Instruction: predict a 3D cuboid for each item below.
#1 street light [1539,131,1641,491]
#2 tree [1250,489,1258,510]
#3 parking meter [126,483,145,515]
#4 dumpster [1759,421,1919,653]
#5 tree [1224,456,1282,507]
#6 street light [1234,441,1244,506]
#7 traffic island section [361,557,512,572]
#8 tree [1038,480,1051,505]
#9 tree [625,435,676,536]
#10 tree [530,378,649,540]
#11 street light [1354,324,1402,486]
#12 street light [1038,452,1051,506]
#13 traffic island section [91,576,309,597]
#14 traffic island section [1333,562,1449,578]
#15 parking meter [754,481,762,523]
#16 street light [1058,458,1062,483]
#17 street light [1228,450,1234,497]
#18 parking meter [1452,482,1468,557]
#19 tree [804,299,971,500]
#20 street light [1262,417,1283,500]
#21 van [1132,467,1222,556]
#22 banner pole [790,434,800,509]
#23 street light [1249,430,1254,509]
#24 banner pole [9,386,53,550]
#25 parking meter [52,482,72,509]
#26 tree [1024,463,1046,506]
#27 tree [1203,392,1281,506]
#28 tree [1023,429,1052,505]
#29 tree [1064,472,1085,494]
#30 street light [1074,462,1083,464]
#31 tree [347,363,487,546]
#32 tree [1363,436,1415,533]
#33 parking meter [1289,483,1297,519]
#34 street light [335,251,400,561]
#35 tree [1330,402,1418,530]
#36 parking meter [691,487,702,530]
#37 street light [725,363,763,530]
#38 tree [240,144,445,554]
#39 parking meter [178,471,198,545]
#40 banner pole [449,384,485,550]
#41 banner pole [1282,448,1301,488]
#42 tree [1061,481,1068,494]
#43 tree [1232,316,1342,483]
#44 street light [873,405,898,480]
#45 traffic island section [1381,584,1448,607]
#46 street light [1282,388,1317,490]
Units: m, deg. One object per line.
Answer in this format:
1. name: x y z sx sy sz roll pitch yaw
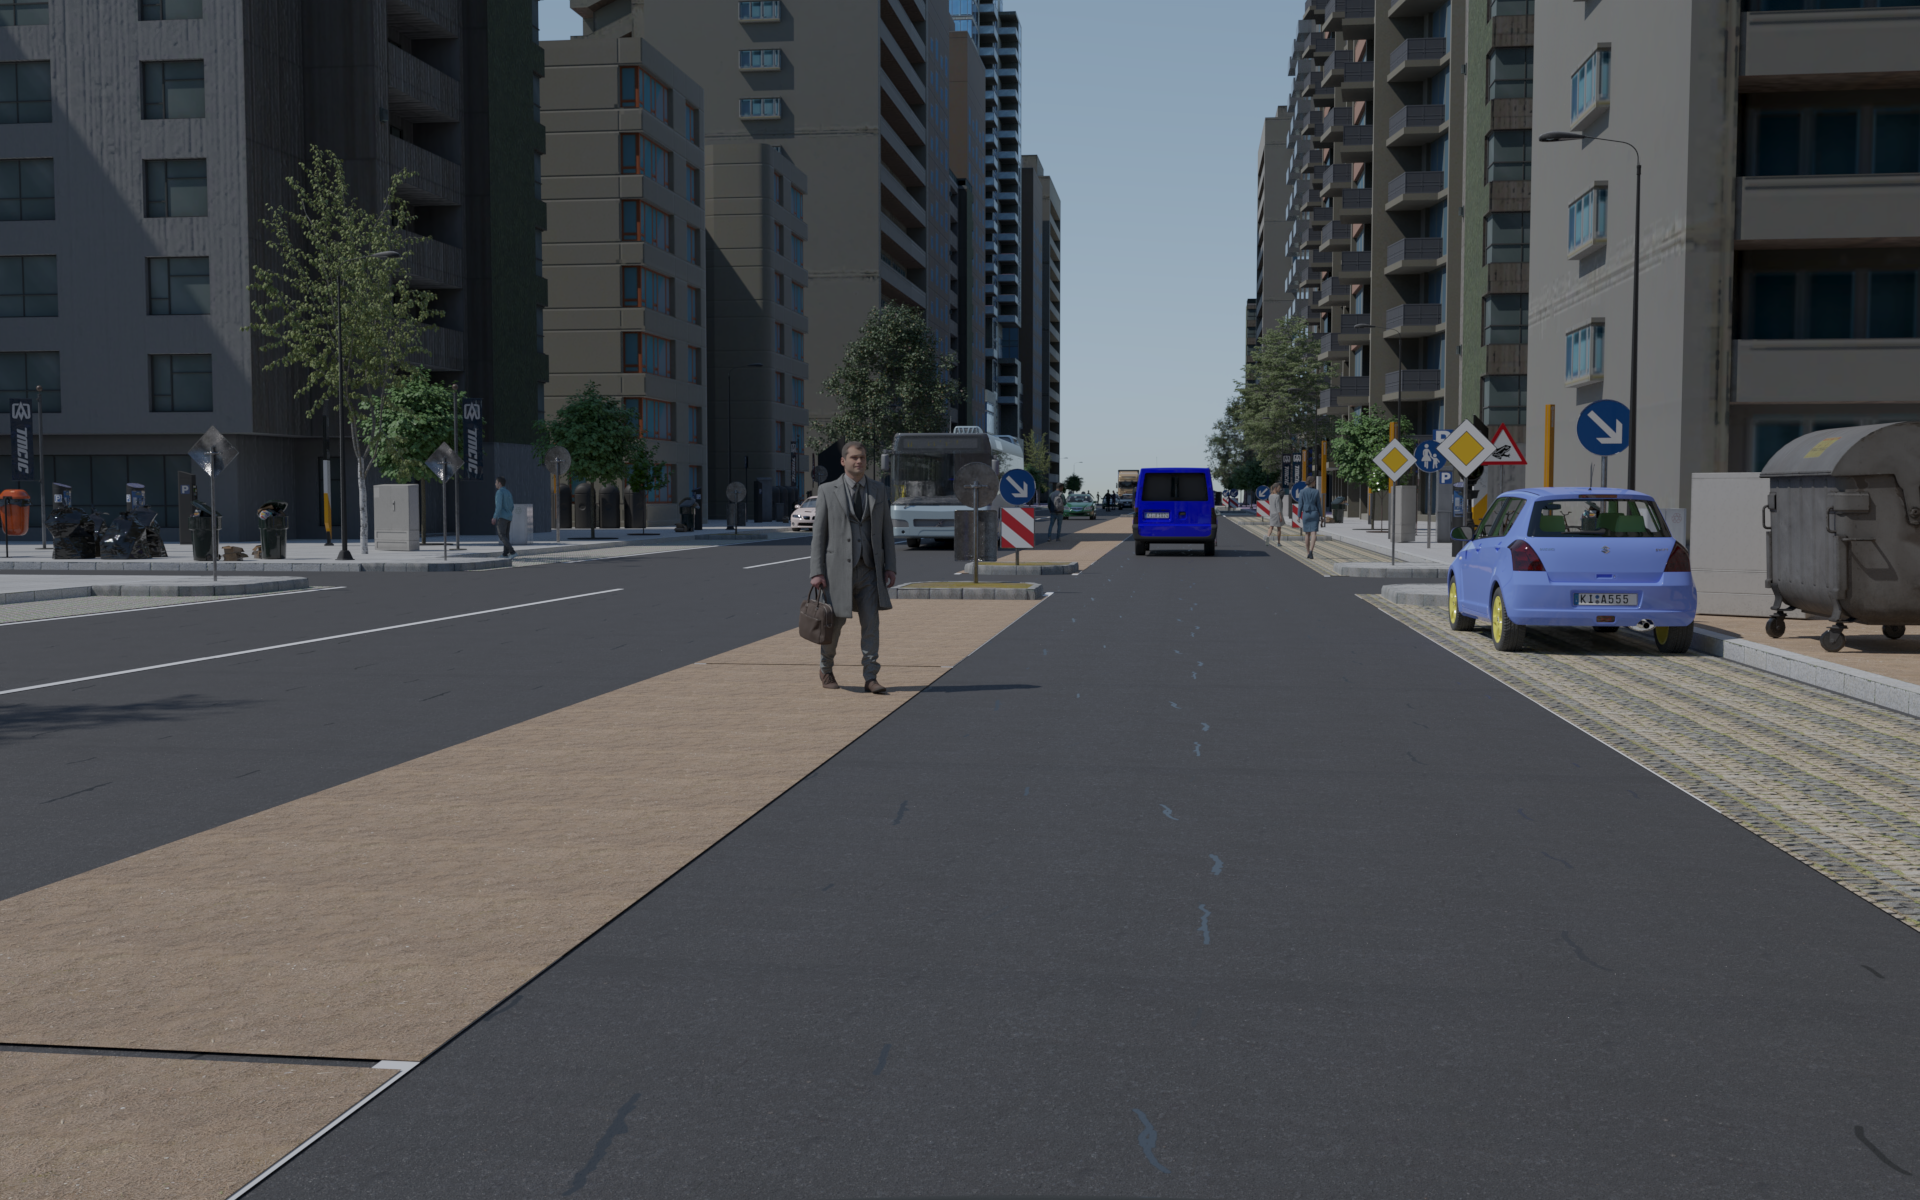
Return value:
1. street light: 8.112 -3.043 22.287 1.470 5.913 1.316 0 4 7
2. tree: 24.079 -8.932 140.632 1.663 3.219 1.824 0 3 0
3. parking meter: -18.252 -1.833 38.385 0.372 1.533 0.369 0 3 0
4. dumpster: 7.662 -0.540 14.584 1.264 1.857 1.865 0 4 8
5. tree: 23.782 -9.323 136.146 4.285 4.588 4.351 0 3 0
6. street light: 25.200 -11.024 152.788 1.470 5.913 1.316 0 4 7
7. traffic island section: -9.945 -0.681 33.411 2.009 0.180 2.903 0 4 7
8. tree: 9.902 -13.109 208.939 1.663 3.219 1.824 0 3 0
9. tree: -9.941 -3.625 53.877 1.663 3.219 1.824 0 3 0
10. tree: -10.361 -4.002 49.148 4.285 4.588 4.351 0 3 0
11. street light: 11.459 -4.577 47.382 1.470 5.913 1.316 0 4 7
12. street light: 9.329 -13.405 191.712 1.470 5.913 1.316 0 4 7
13. traffic island section: -10.982 -0.196 25.493 2.009 0.180 2.903 0 4 7
14. traffic island section: 7.794 -0.539 31.093 2.009 0.180 2.903 0 4 7
15. parking meter: -9.029 -4.389 77.473 0.255 1.863 0.399 1 4 23
16. street light: 13.033 -15.152 220.280 1.470 5.913 1.316 0 4 7
17. street light: 28.869 -12.762 181.202 1.470 5.913 1.316 0 4 7
18. parking meter: 10.212 -1.642 35.252 0.372 1.533 0.369 0 3 0
19. tree: -3.947 -11.305 101.848 9.611 12.733 9.660 0 3 0
20. street light: 18.971 -8.094 104.885 1.470 5.913 1.316 0 4 7
21. van: 5.235 -2.297 41.944 2.240 2.365 5.245 0 4 8
22. banner pole: -6.843 -5.023 72.149 0.401 3.779 0.863 2 4 25
23. street light: 21.483 -9.261 123.961 1.470 5.913 1.316 0 4 7
24. banner pole: -21.421 -3.053 39.927 0.863 3.779 0.401 -3 4 -39
25. parking meter: -19.398 -1.777 37.458 0.372 1.533 0.369 0 3 0
26. tree: 7.291 -11.995 179.825 4.285 4.588 4.351 0 3 0
27. tree: 31.947 -16.939 193.958 9.611 12.733 9.660 0 3 0
28. tree: 8.658 -14.994 195.507 4.737 8.622 4.395 0 3 0
29. tree: 16.805 -16.600 255.127 4.285 4.588 4.351 0 3 0
30. street light: 16.987 -16.960 249.838 1.470 5.913 1.316 0 4 7
31. tree: -13.599 -3.657 43.505 4.285 4.588 4.351 0 3 0
32. tree: 13.957 -3.836 57.328 1.663 3.219 1.824 0 3 0
33. parking meter: 19.381 -5.809 100.694 0.399 1.863 0.255 3 5 40
34. street light: -11.400 -3.720 33.357 1.470 5.913 1.316 0 4 7
35. tree: 14.735 -4.781 61.889 4.285 4.588 4.351 0 3 0
36. parking meter: -9.337 -3.246 61.489 0.372 1.533 0.369 0 3 0
37. street light: -7.686 -5.457 61.765 1.470 5.913 1.316 0 4 7
38. tree: -12.773 -5.274 36.588 4.737 8.622 4.395 0 3 0
39. parking meter: -19.560 -2.335 43.894 0.399 1.863 0.255 0 4 -1
40. banner pole: -11.314 -3.039 39.698 0.863 3.779 0.401 -3 4 -36
41. banner pole: 17.935 -6.377 94.283 0.863 3.779 0.401 0 4 -6
42. tree: 14.181 -14.899 238.194 1.663 3.219 1.824 0 3 0
43. tree: 20.922 -11.790 110.898 7.486 12.596 7.792 0 3 0
44. street light: -3.932 -7.194 90.168 1.470 5.913 1.316 0 4 7
45. traffic island section: 6.758 -0.055 23.175 2.009 0.180 2.903 0 4 7
46. street light: 15.066 -6.329 76.019 1.470 5.913 1.316 0 4 7
